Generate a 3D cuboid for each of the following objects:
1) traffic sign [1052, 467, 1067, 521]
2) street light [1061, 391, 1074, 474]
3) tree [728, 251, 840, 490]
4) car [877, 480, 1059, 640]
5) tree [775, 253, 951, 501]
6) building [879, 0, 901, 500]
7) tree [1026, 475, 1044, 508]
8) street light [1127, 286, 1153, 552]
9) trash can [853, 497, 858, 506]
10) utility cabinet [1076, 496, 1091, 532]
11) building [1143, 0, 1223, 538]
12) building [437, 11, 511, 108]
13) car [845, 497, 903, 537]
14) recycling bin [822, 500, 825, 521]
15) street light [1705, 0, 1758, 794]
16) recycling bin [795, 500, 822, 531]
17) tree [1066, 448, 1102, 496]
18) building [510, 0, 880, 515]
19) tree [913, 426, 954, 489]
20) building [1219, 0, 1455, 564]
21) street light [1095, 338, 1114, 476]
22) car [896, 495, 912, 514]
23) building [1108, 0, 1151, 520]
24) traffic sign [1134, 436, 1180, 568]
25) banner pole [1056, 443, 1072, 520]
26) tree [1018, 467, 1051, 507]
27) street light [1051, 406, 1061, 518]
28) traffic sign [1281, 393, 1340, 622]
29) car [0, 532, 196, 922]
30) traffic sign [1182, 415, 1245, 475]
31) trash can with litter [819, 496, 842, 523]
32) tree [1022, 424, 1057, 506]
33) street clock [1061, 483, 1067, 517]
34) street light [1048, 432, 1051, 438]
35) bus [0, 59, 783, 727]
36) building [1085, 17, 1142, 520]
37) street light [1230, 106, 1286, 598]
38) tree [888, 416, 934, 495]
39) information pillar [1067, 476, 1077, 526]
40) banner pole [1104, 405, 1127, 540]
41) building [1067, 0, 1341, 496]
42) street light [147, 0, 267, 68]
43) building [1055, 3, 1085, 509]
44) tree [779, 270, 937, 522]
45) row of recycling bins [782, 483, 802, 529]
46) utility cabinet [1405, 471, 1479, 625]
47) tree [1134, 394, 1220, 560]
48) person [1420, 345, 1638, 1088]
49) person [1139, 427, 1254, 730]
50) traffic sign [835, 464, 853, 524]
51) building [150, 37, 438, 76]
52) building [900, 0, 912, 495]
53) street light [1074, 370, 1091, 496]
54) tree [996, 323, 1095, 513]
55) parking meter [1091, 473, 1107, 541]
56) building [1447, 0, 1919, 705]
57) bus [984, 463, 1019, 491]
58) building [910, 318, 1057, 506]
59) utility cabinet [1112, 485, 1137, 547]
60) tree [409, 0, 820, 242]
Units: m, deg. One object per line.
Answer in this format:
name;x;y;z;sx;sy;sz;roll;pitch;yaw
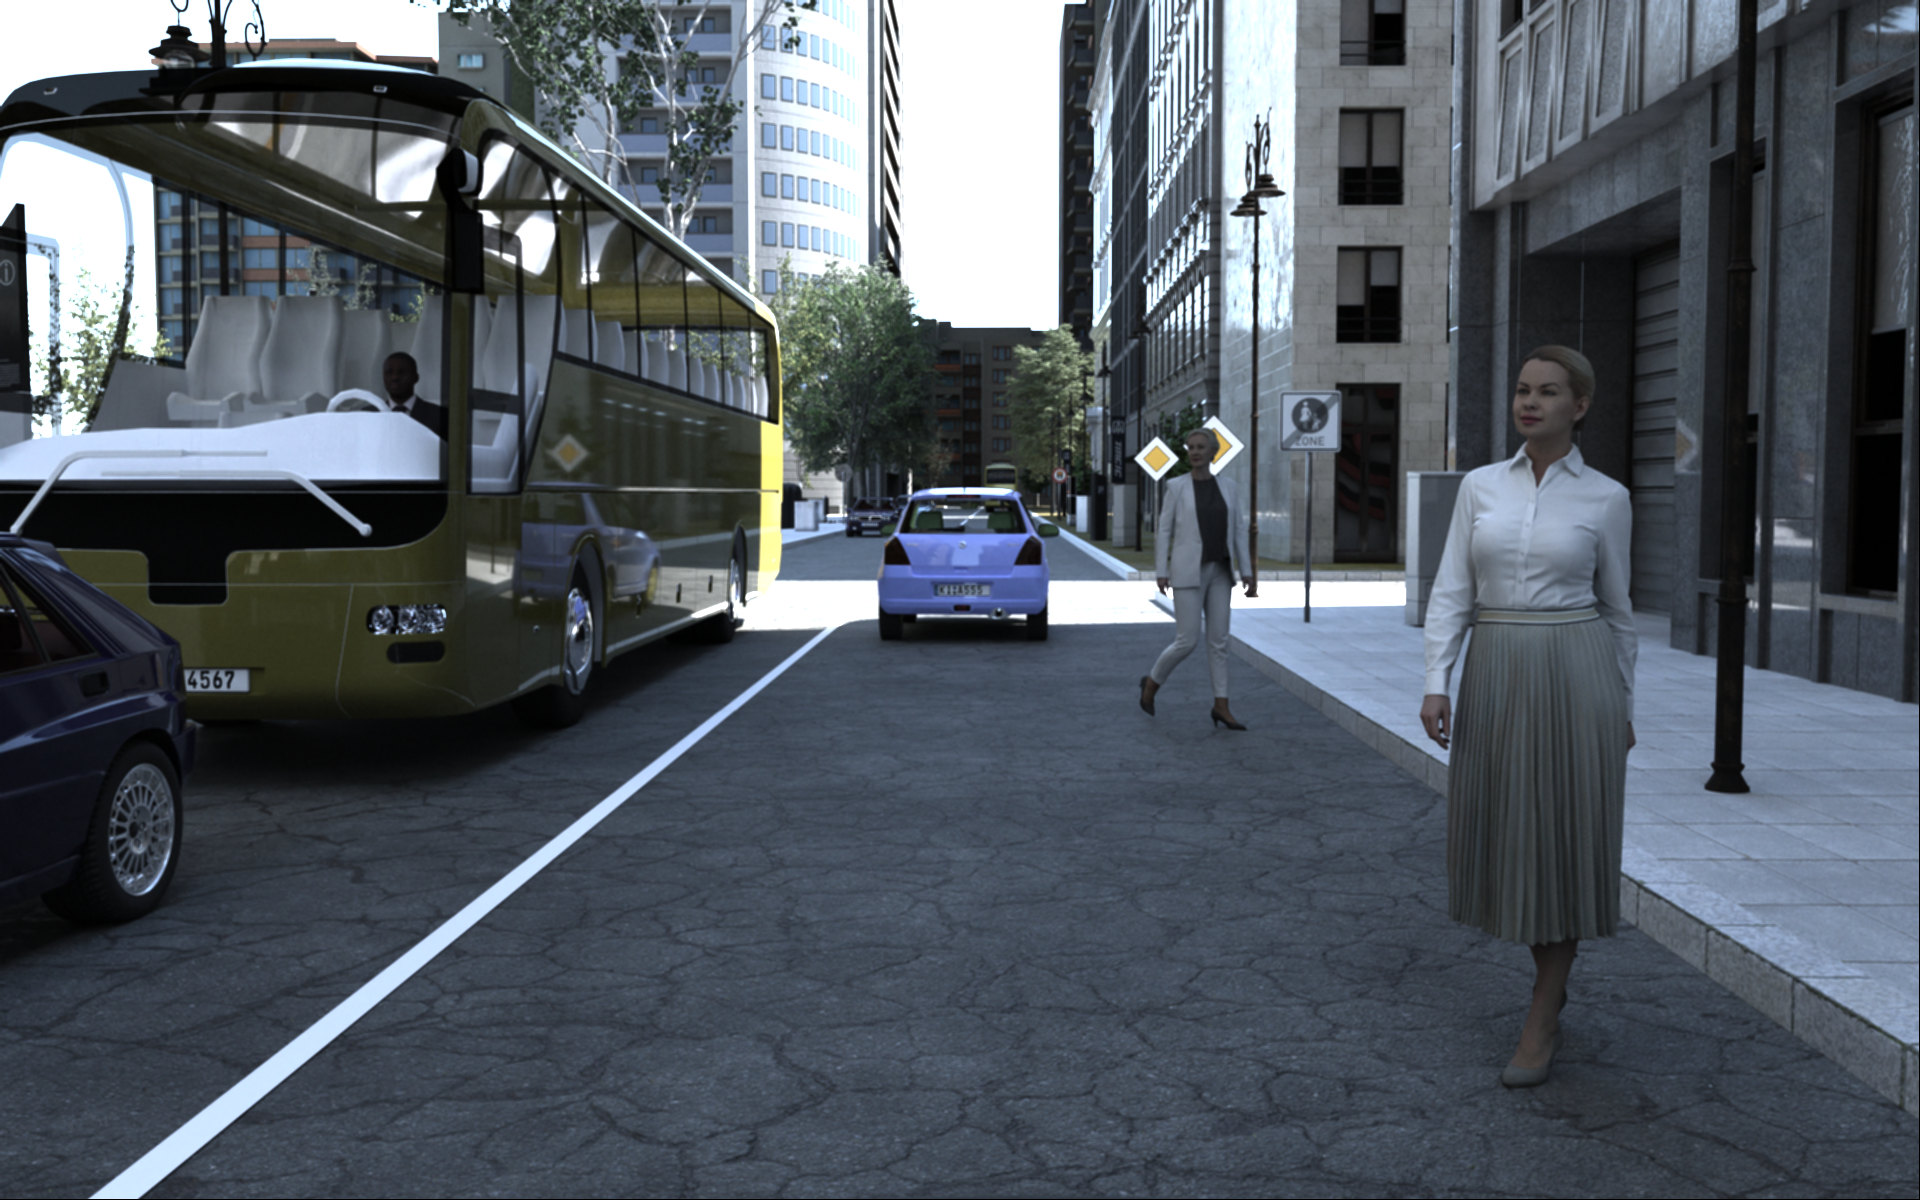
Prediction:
traffic sign;4.710;-4.994;81.756;0.768;2.556;0.104;0;4;5
street light;4.941;-6.411;77.606;0.468;5.910;1.993;0;4;1
tree;-5.802;-6.209;51.881;4.737;8.622;4.395;0;3;0
car;0.087;-0.535;18.331;1.945;1.707;3.694;0;4;2
tree;-5.227;-11.235;90.351;9.857;13.997;8.962;0;3;0
building;-16.207;-31.812;143.821;21.300;48.544;21.600;0;4;1
tree;7.239;-10.178;161.012;1.663;3.219;1.824;0;3;0
street light;3.993;-4.023;38.570;0.468;5.910;1.993;0;4;1
trash can;-5.835;-5.234;97.230;0.748;1.137;0.748;0;3;0
utility cabinet;4.234;-2.883;58.303;0.306;1.237;1.020;-1;4;-17
building;10.930;-12.352;51.107;9.793;20.994;18.267;0;4;1
building;-36.718;-33.320;168.486;21.600;48.544;21.300;0;4;1
car;-2.882;-2.842;59.044;1.945;1.354;3.894;0;4;3
recycling bin;-6.455;-4.033;78.494;0.722;1.027;0.722;0;4;1
street light;3.325;-2.112;7.327;0.468;5.910;1.993;0;4;1
recycling bin;-5.284;-2.885;59.732;0.722;1.027;0.722;0;4;6
tree;5.108;-4.806;73.187;1.663;3.219;1.824;0;3;0
building;-16.983;-35.270;118.668;21.231;58.520;28.212;0;4;1
tree;-2.636;-13.915;177.869;4.360;8.622;3.978;0;3;0
building;14.584;-11.098;36.208;16.860;20.320;10.420;0;4;1
street light;4.281;-4.817;51.552;0.468;5.910;1.993;0;4;1
car;-1.920;-3.607;70.969;2.014;1.417;4.499;0;4;2
building;14.017;-17.066;72.532;14.314;27.812;24.014;0;4;1
traffic sign;3.392;-1.609;29.952;0.795;2.450;0.064;0;4;1
banner pole;5.178;-5.859;85.809;0.863;3.779;0.401;-1;4;-23
tree;7.510;-11.738;175.635;4.285;4.588;4.351;0;3;0
street light;5.180;-7.224;90.893;0.468;5.910;1.993;0;4;1
traffic sign;3.470;-0.925;17.250;0.606;2.300;0.079;0;4;3
car;-3.641;0.490;4.569;1.945;1.354;3.894;0;4;2
traffic sign;3.210;-1.121;21.969;0.795;2.450;0.064;0;4;1
trash can with litter;-6.057;-4.021;76.803;1.678;1.210;2.233;0;4;-4
tree;8.359;-14.217;182.810;4.737;8.622;4.395;0;3;0
street clock;5.934;-5.739;98.403;0.358;2.002;0.471;-1;4;-14
street light;5.540;-8.048;104.375;0.468;5.910;1.993;0;4;1
bus;-3.455;-1.367;13.899;2.896;3.916;12.252;0;4;2
building;14.048;-18.889;94.744;13.634;28.700;20.117;0;4;1
street light;3.618;-2.962;21.221;0.468;5.910;1.993;0;4;1
tree;-3.914;-11.021;130.555;4.737;8.622;4.395;0;3;0
information pillar;4.487;-3.977;69.518;0.304;2.012;0.304;-1;4;-18
banner pole;4.327;-3.597;48.836;0.863;3.779;0.401;-2;4;-24
building;19.667;-29.386;135.081;22.147;44.769;28.867;0;4;1
street light;-6.262;-2.567;14.755;0.468;5.910;1.993;0;4;1
building;15.970;-30.981;156.647;14.600;45.320;14.200;0;4;1
tree;-4.877;-9.395;79.356;9.928;11.665;9.643;0;3;0
row of recycling bins;-6.611;-3.547;65.103;1.069;1.692;3.534;0;4;7
utility cabinet;4.951;-0.500;16.849;1.173;1.500;0.318;-1;4;-11
tree;4.509;-2.393;33.725;1.663;3.219;1.824;0;3;0
person;1.475;0.265;4.399;0.478;1.798;0.641;3;4;39
person;1.458;-0.145;10.754;0.514;1.842;0.818;-3;4;-37
traffic sign;-4.908;-4.465;73.109;0.768;2.556;0.104;0;4;4
building;-61.943;-31.477;169.272;28.867;44.769;22.147;0;4;1
building;-15.590;-44.664;168.510;20.611;71.187;20.563;0;4;1
street light;4.645;-5.617;64.625;0.468;5.910;1.993;0;4;1
tree;6.276;-12.032;114.842;7.486;12.596;7.792;0;3;0
parking meter;3.824;-2.569;47.713;0.399;1.863;0.255;-2;4;-28
building;11.449;-11.708;9.452;12.078;24.808;19.932;0;4;1
bus;3.294;-8.952;137.913;2.896;3.916;12.252;0;4;2
building;-2.795;-22.007;204.856;28.899;21.520;27.650;0;4;1
utility cabinet;4.006;-2.026;41.805;0.318;1.500;1.173;2;4;25
tree;-8.025;-11.214;39.245;12.611;20.169;13.585;0;3;0
